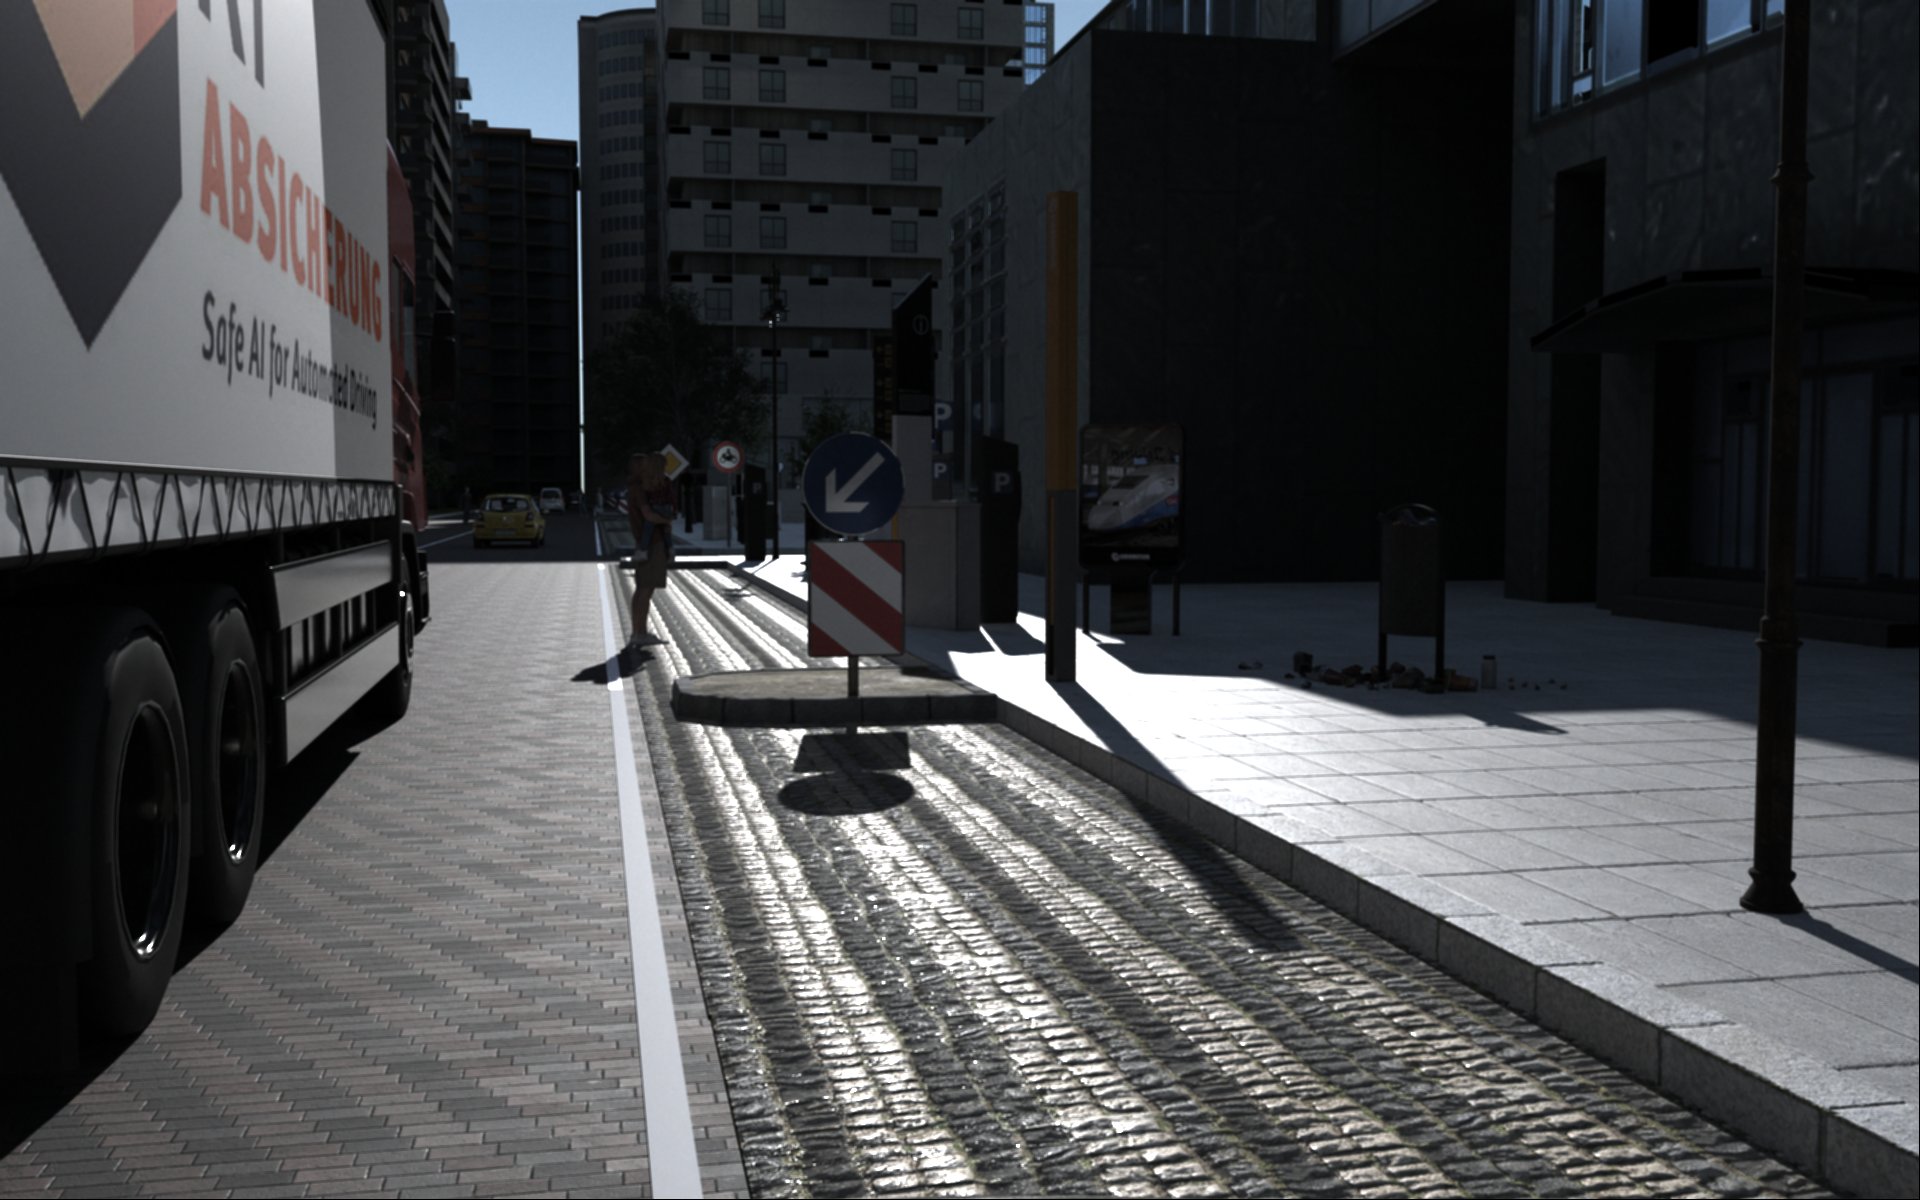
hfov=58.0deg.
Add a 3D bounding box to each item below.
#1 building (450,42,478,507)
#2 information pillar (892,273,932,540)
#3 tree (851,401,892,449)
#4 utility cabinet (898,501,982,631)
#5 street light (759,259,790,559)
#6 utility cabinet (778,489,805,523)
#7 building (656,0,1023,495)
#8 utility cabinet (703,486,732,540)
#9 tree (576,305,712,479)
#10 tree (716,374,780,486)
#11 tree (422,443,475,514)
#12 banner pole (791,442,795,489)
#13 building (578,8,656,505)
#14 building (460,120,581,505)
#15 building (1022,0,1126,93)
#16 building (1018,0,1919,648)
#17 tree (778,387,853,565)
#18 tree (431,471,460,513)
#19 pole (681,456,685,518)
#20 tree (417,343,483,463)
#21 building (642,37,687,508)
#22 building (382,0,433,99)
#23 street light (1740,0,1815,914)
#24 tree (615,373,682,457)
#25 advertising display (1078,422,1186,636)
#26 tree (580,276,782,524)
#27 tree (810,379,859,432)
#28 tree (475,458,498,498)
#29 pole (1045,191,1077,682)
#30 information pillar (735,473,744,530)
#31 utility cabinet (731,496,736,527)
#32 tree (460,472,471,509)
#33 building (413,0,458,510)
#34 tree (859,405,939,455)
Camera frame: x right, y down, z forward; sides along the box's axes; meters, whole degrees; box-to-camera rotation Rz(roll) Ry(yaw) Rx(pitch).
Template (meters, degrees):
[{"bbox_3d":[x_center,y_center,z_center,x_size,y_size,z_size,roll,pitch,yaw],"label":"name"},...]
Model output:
[{"bbox_3d":[-64.252,-33.780,171.918,30.456,49.044,23.786,-1,4,-12],"label":"building"},{"bbox_3d":[-0.495,-1.650,18.331,0.504,3.616,0.183,-3,5,-39],"label":"information pillar"},{"bbox_3d":[-4.546,-9.595,107.233,4.737,8.622,4.395,0,3,0],"label":"tree"},{"bbox_3d":[-0.204,-0.334,16.630,0.306,1.237,1.020,-3,4,-36],"label":"utility cabinet"},{"bbox_3d":[-3.653,-3.755,34.175,0.468,5.910,1.993,-1,4,-12],"label":"street light"},{"bbox_3d":[-7.489,-4.176,76.951,1.173,1.500,0.318,0,4,3],"label":"utility cabinet"},{"bbox_3d":[-10.501,-33.737,140.844,28.713,52.752,27.495,-1,4,-12],"label":"building"},{"bbox_3d":[-6.745,-2.419,48.227,0.318,1.500,1.173,1,4,19],"label":"utility cabinet"},{"bbox_3d":[-20.641,-12.663,113.690,9.857,13.997,8.962,0,3,0],"label":"tree"},{"bbox_3d":[-12.352,-9.088,98.953,4.737,8.622,4.395,0,3,0],"label":"tree"},{"bbox_3d":[-34.494,-7.805,111.321,4.285,4.588,4.351,0,3,0],"label":"tree"},{"bbox_3d":[-7.952,-5.659,82.549,0.401,3.779,0.863,-1,4,-15],"label":"banner pole"},{"bbox_3d":[-31.470,-40.839,209.723,28.212,58.520,21.231,-1,4,-12],"label":"building"},{"bbox_3d":[-59.550,-33.662,204.993,28.867,44.769,22.147,-1,4,-12],"label":"building"},{"bbox_3d":[23.743,-36.528,186.476,27.495,52.752,28.713,-1,4,-12],"label":"building"},{"bbox_3d":[13.768,-43.211,19.171,22.319,86.520,31.000,-1,4,-12],"label":"building"},{"bbox_3d":[-2.529,-2.254,31.450,1.663,3.219,1.824,0,3,0],"label":"tree"},{"bbox_3d":[-35.886,-7.667,119.962,1.663,3.219,1.824,0,3,0],"label":"tree"},{"bbox_3d":[-14.794,-6.033,92.481,0.158,3.312,0.155,0,3,0],"label":"pole"},{"bbox_3d":[-32.178,-10.352,103.669,7.601,10.594,8.767,-1,4,-23],"label":"tree"},{"bbox_3d":[-22.137,-29.160,160.357,14.154,41.232,14.086,-1,4,-12],"label":"building"},{"bbox_3d":[-49.722,-28.712,124.070,22.147,44.769,28.867,-1,4,-12],"label":"building"},{"bbox_3d":[2.517,-1.982,5.194,0.468,5.910,1.993,-1,4,-12],"label":"street light"},{"bbox_3d":[-17.983,-9.296,102.359,4.360,8.622,3.978,0,3,0],"label":"tree"},{"bbox_3d":[1.564,-0.647,15.791,0.974,1.923,0.123,1,4,20],"label":"advertising display"},{"bbox_3d":[-11.567,-8.530,73.883,8.767,10.594,7.601,-2,4,-35],"label":"tree"},{"bbox_3d":[-7.796,-9.875,111.823,4.360,8.622,3.978,0,3,0],"label":"tree"},{"bbox_3d":[-43.716,-10.629,157.494,4.285,4.588,4.351,0,3,0],"label":"tree"},{"bbox_3d":[0.691,-1.099,11.813,0.158,3.312,0.155,0,3,0],"label":"pole"},{"bbox_3d":[-7.781,-3.496,61.659,0.304,2.012,0.304,2,4,30],"label":"information pillar"},{"bbox_3d":[-9.004,-3.405,66.836,1.020,1.237,0.306,-3,4,-36],"label":"utility cabinet"},{"bbox_3d":[-43.795,-9.666,152.636,1.663,3.219,1.824,0,3,0],"label":"tree"},{"bbox_3d":[-55.403,-32.112,148.738,21.300,48.544,21.600,-1,4,-12],"label":"building"},{"bbox_3d":[-3.007,-9.268,101.889,4.360,8.622,3.978,0,3,0],"label":"tree"}]
